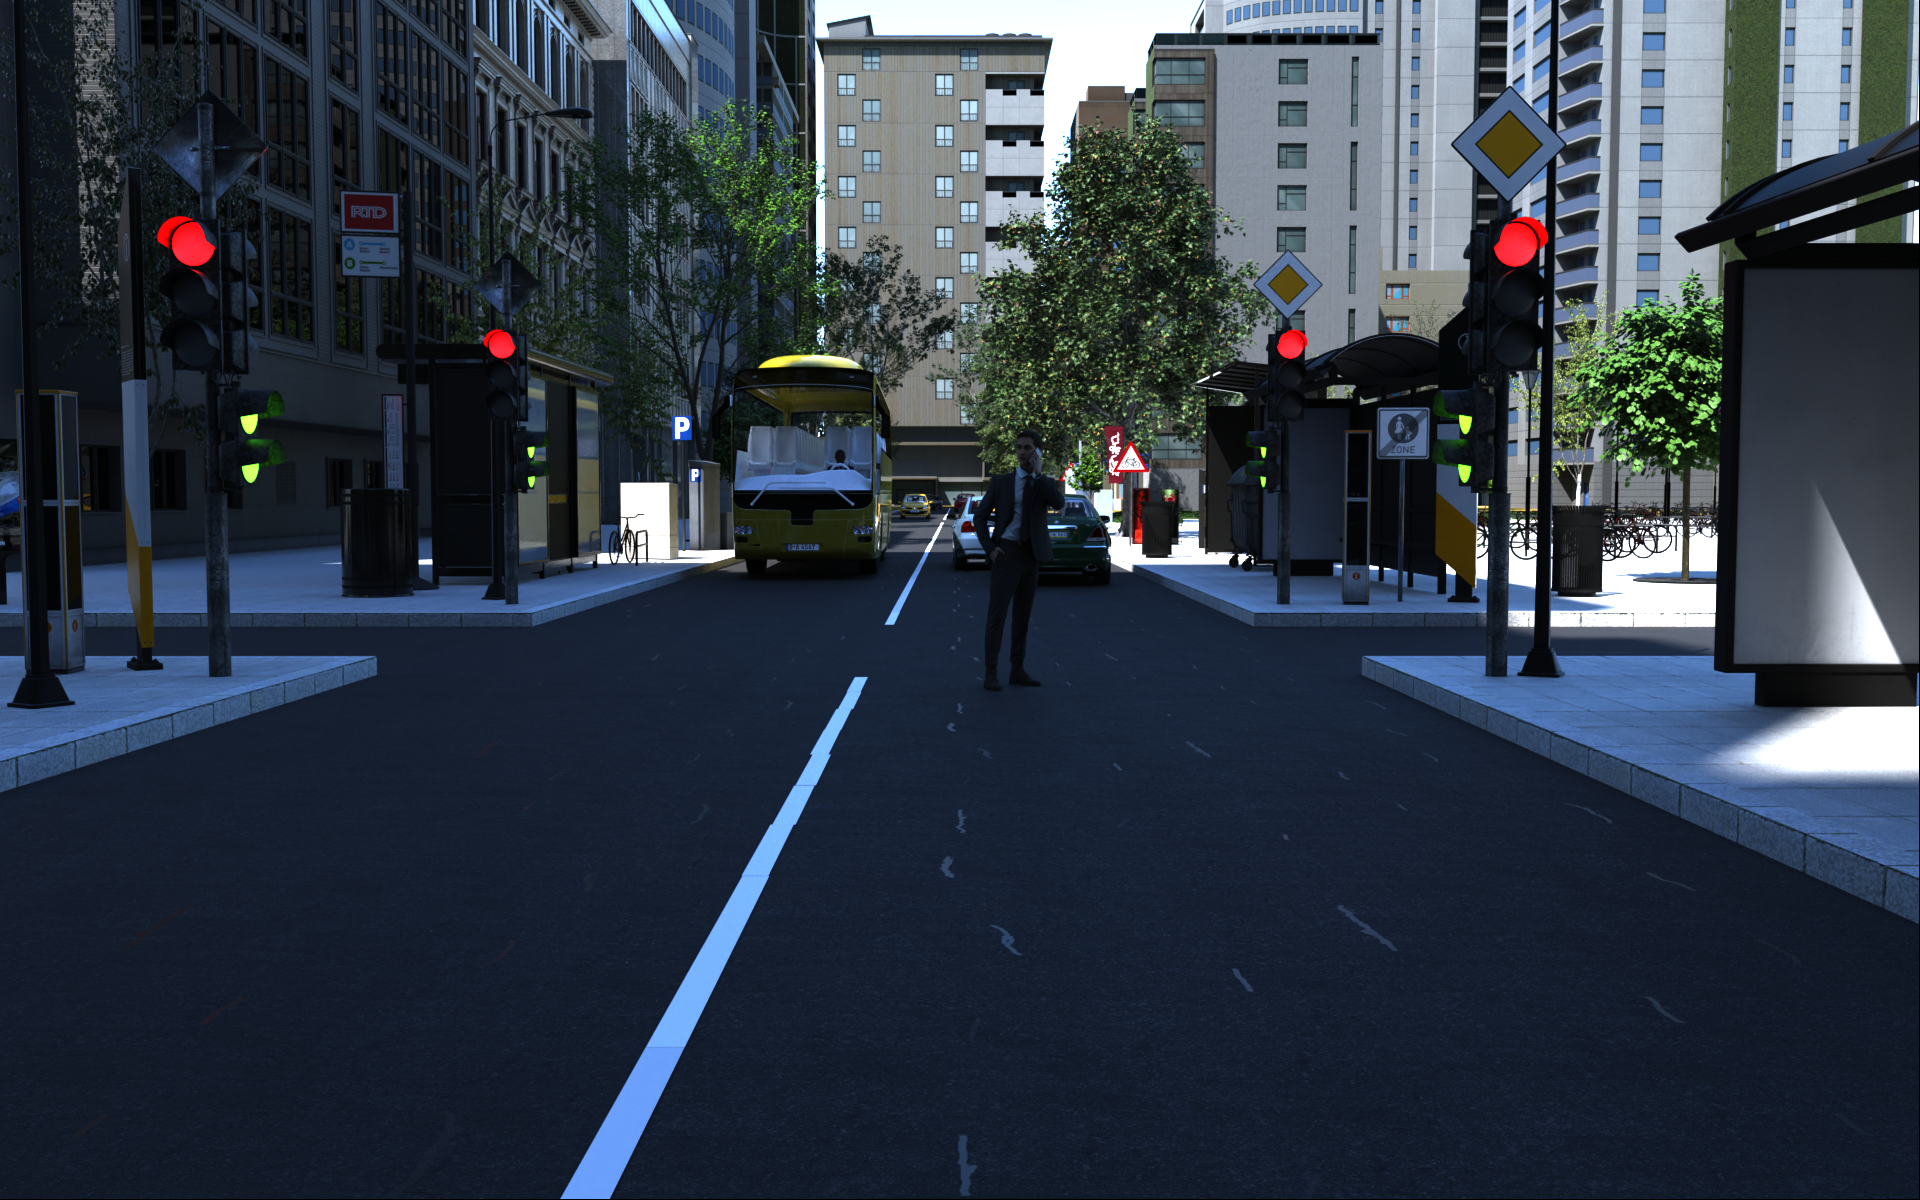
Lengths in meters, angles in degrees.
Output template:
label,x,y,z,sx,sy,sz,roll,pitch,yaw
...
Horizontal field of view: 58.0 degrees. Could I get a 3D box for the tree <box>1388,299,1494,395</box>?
label,x,y,z,sx,sy,sz,roll,pitch,yaw
tree,17.848,-7.004,64.873,4.360,8.622,3.978,0,3,0

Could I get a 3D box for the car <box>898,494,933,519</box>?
label,x,y,z,sx,sy,sz,roll,pitch,yaw
car,-2.581,-5.509,100.301,2.015,1.641,3.980,0,3,0

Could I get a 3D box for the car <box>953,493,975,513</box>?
label,x,y,z,sx,sy,sz,roll,pitch,yaw
car,0.491,-7.756,135.847,2.155,1.783,4.494,0,4,2

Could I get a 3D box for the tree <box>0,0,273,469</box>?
label,x,y,z,sx,sy,sz,roll,pitch,yaw
tree,-11.107,-4.453,23.176,4.360,8.622,3.978,0,3,0

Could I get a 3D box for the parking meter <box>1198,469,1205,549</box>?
label,x,y,z,sx,sy,sz,roll,pitch,yaw
parking meter,5.819,-2.144,40.770,0.399,1.863,0.255,1,4,8

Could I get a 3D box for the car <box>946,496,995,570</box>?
label,x,y,z,sx,sy,sz,roll,pitch,yaw
car,0.734,-1.354,34.135,2.014,1.417,4.499,0,4,-1

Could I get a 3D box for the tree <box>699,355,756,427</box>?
label,x,y,z,sx,sy,sz,roll,pitch,yaw
tree,-11.097,-8.501,89.349,4.360,8.622,3.978,0,3,0

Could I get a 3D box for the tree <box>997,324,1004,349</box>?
label,x,y,z,sx,sy,sz,roll,pitch,yaw
tree,3.285,-19.412,173.277,12.611,20.169,13.585,0,3,0

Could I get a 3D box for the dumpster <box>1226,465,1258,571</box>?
label,x,y,z,sx,sy,sz,roll,pitch,yaw
dumpster,5.274,-1.443,29.359,1.264,1.857,1.865,0,3,0

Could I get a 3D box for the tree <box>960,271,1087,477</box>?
label,x,y,z,sx,sy,sz,roll,pitch,yaw
tree,4.901,-11.826,100.006,9.857,13.997,8.962,0,3,0

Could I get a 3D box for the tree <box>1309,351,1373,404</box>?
label,x,y,z,sx,sy,sz,roll,pitch,yaw
tree,18.904,-8.474,88.918,4.737,8.622,4.395,0,3,0

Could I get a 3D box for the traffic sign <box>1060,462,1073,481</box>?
label,x,y,z,sx,sy,sz,roll,pitch,yaw
traffic sign,4.506,-4.302,70.340,0.884,2.594,0.081,0,4,4

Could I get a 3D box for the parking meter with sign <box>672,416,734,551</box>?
label,x,y,z,sx,sy,sz,roll,pitch,yaw
parking meter with sign,-5.781,-2.637,39.374,0.543,3.016,1.738,2,4,28

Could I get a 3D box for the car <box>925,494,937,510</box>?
label,x,y,z,sx,sy,sz,roll,pitch,yaw
car,-3.005,-8.727,152.475,2.009,1.686,4.222,0,4,0

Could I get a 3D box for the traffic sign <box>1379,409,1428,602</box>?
label,x,y,z,sx,sy,sz,roll,pitch,yaw
traffic sign,5.246,-1.128,20.580,0.606,2.300,0.079,0,4,3

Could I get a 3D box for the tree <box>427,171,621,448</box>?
label,x,y,z,sx,sy,sz,roll,pitch,yaw
tree,-10.129,-5.466,39.727,4.737,8.622,4.395,0,3,0

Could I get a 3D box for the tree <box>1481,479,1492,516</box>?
label,x,y,z,sx,sy,sz,roll,pitch,yaw
tree,22.739,-4.886,74.483,1.663,3.219,1.824,0,3,0

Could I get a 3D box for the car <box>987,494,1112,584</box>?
label,x,y,z,sx,sy,sz,roll,pitch,yaw
car,1.493,-1.050,28.958,2.131,1.459,4.920,0,4,0

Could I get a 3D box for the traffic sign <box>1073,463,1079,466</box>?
label,x,y,z,sx,sy,sz,roll,pitch,yaw
traffic sign,4.736,-4.332,70.942,0.768,2.556,0.104,1,4,8

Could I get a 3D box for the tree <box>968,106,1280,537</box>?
label,x,y,z,sx,sy,sz,roll,pitch,yaw
tree,5.058,-8.244,51.793,9.611,12.733,9.660,0,3,0

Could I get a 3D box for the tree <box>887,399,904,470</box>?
label,x,y,z,sx,sy,sz,roll,pitch,yaw
tree,-6.539,-9.816,110.854,4.737,8.622,4.395,0,3,0

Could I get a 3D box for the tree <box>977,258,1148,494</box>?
label,x,y,z,sx,sy,sz,roll,pitch,yaw
tree,4.928,-9.709,76.864,7.486,12.596,7.792,0,3,0

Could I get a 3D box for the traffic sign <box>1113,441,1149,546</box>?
label,x,y,z,sx,sy,sz,roll,pitch,yaw
traffic sign,4.177,-2.593,42.394,0.884,2.594,0.081,0,4,7

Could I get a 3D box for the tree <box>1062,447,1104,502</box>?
label,x,y,z,sx,sy,sz,roll,pitch,yaw
tree,4.694,-4.104,61.698,1.663,3.219,1.824,0,3,0

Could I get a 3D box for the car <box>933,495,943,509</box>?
label,x,y,z,sx,sy,sz,roll,pitch,yaw
car,-2.524,-9.252,163.842,1.945,1.354,3.894,0,4,1

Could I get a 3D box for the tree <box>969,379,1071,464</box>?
label,x,y,z,sx,sy,sz,roll,pitch,yaw
tree,4.548,-10.708,109.487,8.767,10.594,7.601,0,4,8

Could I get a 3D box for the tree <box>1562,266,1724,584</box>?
label,x,y,z,sx,sy,sz,roll,pitch,yaw
tree,10.571,-2.542,25.270,4.285,4.588,4.351,0,3,0

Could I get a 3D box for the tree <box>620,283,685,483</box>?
label,x,y,z,sx,sy,sz,roll,pitch,yaw
tree,-11.171,-6.675,59.505,4.737,8.622,4.395,0,3,0

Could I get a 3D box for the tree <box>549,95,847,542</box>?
label,x,y,z,sx,sy,sz,roll,pitch,yaw
tree,-6.899,-7.382,46.456,9.928,11.665,9.643,0,3,0

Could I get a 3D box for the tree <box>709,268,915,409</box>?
label,x,y,z,sx,sy,sz,roll,pitch,yaw
tree,-6.327,-8.418,72.049,8.767,10.594,7.601,-2,4,-33

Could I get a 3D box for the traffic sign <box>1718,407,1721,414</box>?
label,x,y,z,sx,sy,sz,roll,pitch,yaw
traffic sign,5.450,-0.701,11.460,0.884,2.594,0.081,0,4,5

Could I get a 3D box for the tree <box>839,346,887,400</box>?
label,x,y,z,sx,sy,sz,roll,pitch,yaw
tree,-6.323,-8.161,83.796,4.737,8.622,4.395,0,3,0

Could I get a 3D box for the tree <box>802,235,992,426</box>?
label,x,y,z,sx,sy,sz,roll,pitch,yaw
tree,-5.402,-16.426,124.446,12.611,20.169,13.585,0,3,0

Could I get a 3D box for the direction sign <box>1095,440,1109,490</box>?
label,x,y,z,sx,sy,sz,roll,pitch,yaw
direction sign,5.796,-4.810,70.637,0.876,3.537,0.379,0,4,1

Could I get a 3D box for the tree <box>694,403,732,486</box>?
label,x,y,z,sx,sy,sz,roll,pitch,yaw
tree,-6.526,-4.291,53.871,4.285,4.588,4.351,0,3,0

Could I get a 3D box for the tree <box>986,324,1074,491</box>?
label,x,y,z,sx,sy,sz,roll,pitch,yaw
tree,5.191,-10.005,89.342,9.928,11.665,9.643,0,3,0

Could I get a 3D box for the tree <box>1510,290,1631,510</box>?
label,x,y,z,sx,sy,sz,roll,pitch,yaw
tree,22.436,-6.892,63.045,4.737,8.622,4.395,0,3,0

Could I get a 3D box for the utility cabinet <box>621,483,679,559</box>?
label,x,y,z,sx,sy,sz,roll,pitch,yaw
utility cabinet,-6.095,-1.551,34.042,1.173,1.500,0.318,2,4,27
